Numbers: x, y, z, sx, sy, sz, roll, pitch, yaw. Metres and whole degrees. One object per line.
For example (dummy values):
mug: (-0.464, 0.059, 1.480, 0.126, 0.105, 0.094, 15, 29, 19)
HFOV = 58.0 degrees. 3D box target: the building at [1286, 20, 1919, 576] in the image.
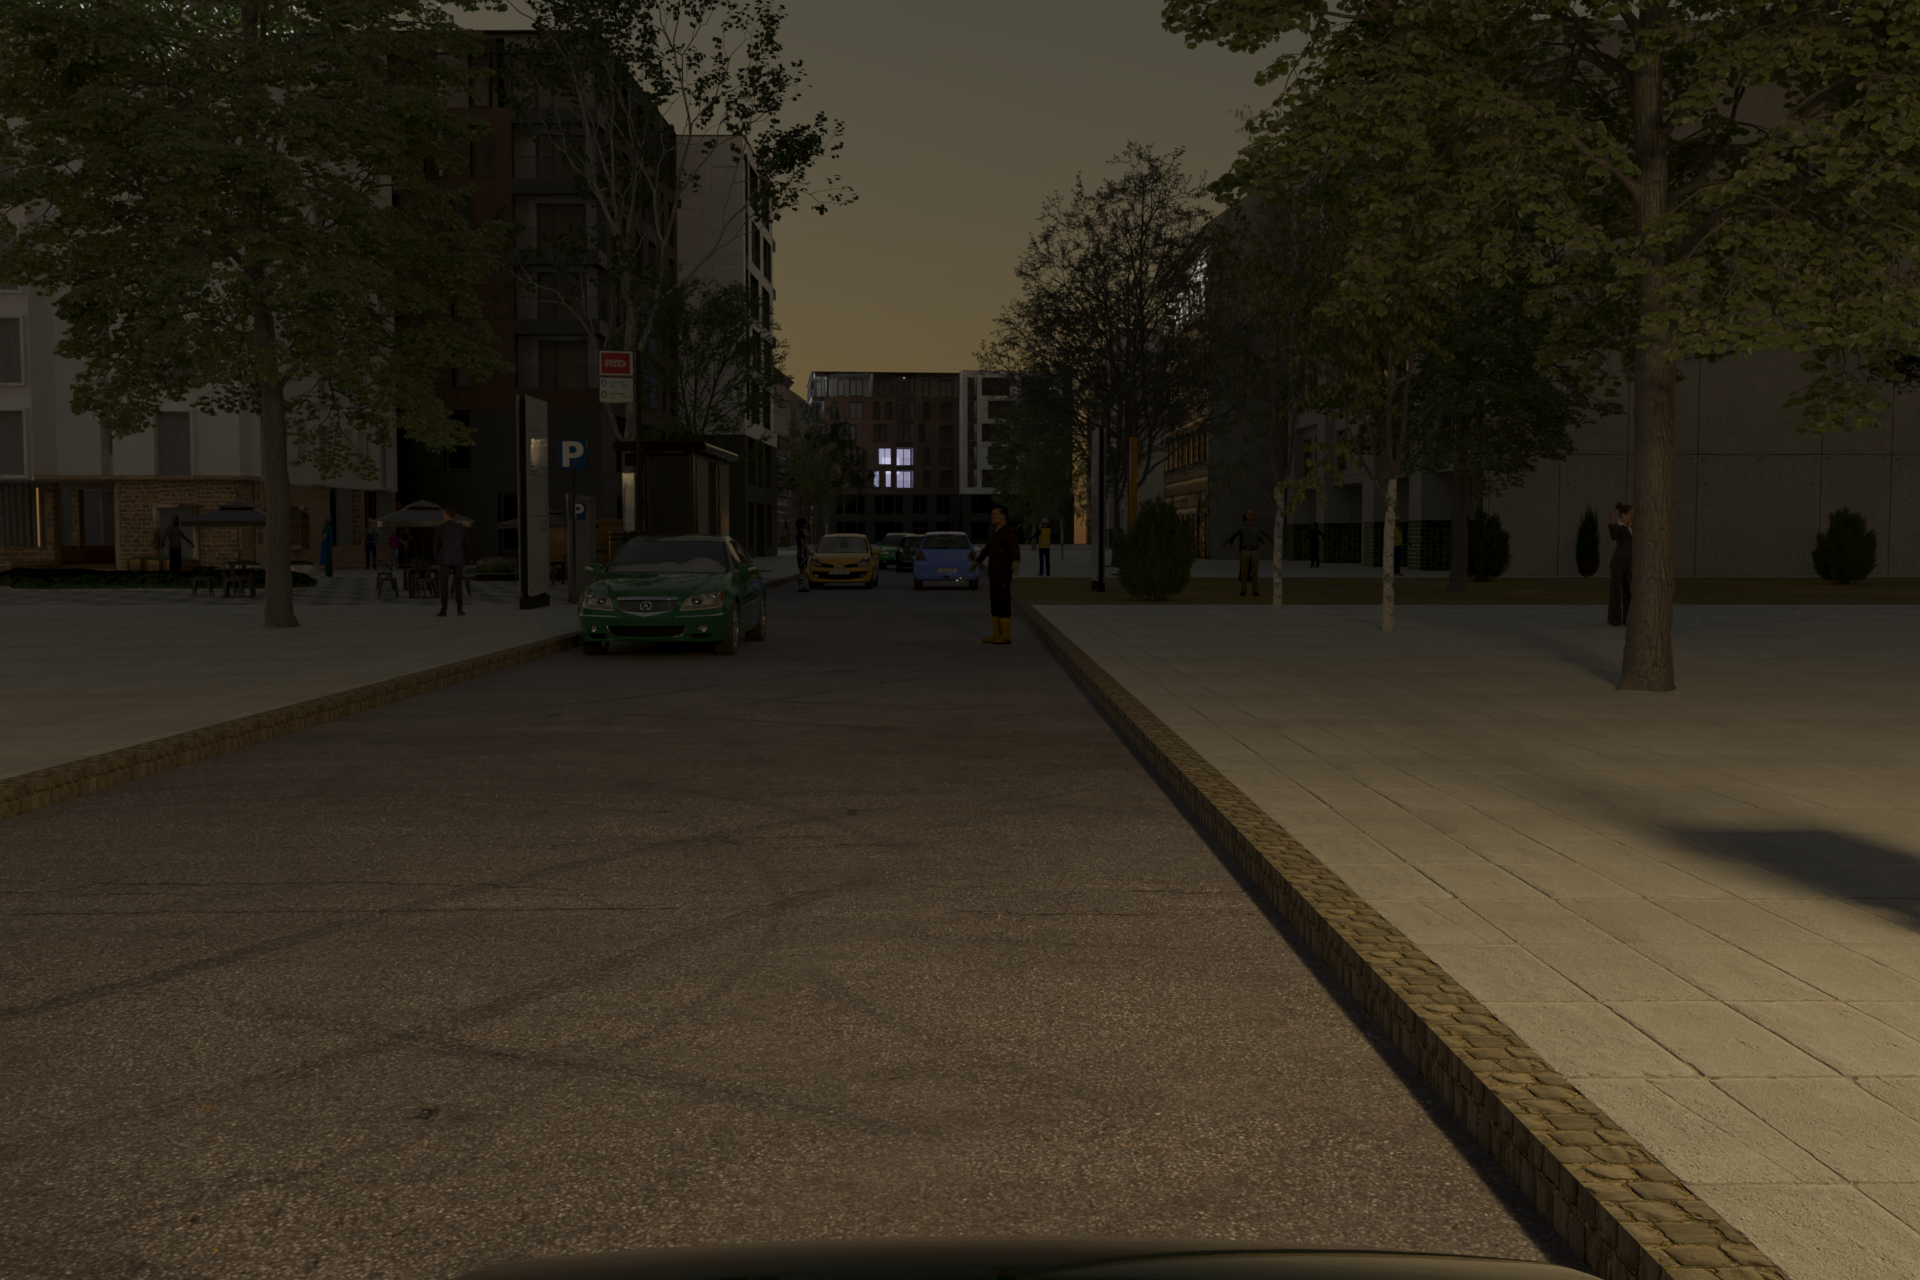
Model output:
building: (24.415, -12.352, 68.413, 16.747, 18.905, 31.486, 0, 4, 0)

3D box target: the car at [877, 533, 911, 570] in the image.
car: (-2.421, -3.813, 71.139, 1.959, 1.807, 4.718, 0, 4, -1)

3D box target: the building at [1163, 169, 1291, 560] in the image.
building: (21.568, -16.131, 94.675, 19.493, 23.208, 18.063, 0, 4, 0)

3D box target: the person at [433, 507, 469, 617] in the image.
person: (-7.951, -1.231, 27.084, 0.541, 1.710, 0.530, -1, 4, -20)

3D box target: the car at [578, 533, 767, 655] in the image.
car: (-3.544, -0.621, 21.950, 2.131, 1.459, 4.920, 0, 4, 0)

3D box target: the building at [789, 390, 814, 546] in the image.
building: (-27.301, -22.656, 201.361, 19.493, 23.208, 18.063, 0, 4, 0)

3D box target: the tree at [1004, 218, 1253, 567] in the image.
tree: (6.153, -9.571, 66.853, 12.009, 13.543, 11.850, 0, 3, 0)

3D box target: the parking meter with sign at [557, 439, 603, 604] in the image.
parking meter with sign: (-7.127, -2.231, 32.734, 0.543, 3.016, 1.738, 0, 4, -1)

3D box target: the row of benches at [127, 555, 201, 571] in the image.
row of benches: (-23.176, -2.132, 50.315, 1.422, 0.672, 4.104, -3, 5, -45)

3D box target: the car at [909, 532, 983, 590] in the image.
car: (-0.368, -2.200, 45.562, 1.945, 1.707, 3.694, 0, 4, -1)

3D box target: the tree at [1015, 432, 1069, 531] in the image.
tree: (5.531, -10.325, 119.173, 4.737, 8.622, 4.395, 0, 3, 0)

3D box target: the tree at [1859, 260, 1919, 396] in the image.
tree: (22.276, -6.172, 35.327, 7.601, 10.594, 8.767, -1, 4, -10)

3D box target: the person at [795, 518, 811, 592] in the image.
person: (-3.873, -2.093, 42.820, 0.704, 1.843, 1.345, -1, 4, -11)

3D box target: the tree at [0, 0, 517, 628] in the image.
tree: (-9.737, -6.434, 23.326, 7.486, 12.596, 7.792, 0, 3, 0)

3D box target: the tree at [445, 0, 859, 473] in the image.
tree: (-9.526, -12.076, 53.332, 12.611, 20.169, 13.585, 0, 3, 0)

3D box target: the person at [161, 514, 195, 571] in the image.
person: (-20.661, -2.417, 45.645, 0.705, 1.813, 1.348, 1, 4, 11)

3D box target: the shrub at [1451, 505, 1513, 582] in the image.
shrub: (14.118, -2.620, 46.874, 1.661, 2.075, 1.752, 0, 3, 0)

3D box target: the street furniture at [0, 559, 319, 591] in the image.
street furniture: (-20.300, -1.558, 41.097, 10.072, 0.657, 5.734, 0, 4, -7)

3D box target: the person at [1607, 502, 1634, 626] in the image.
person: (9.227, -1.053, 24.066, 0.445, 1.727, 0.742, 2, 4, 30)

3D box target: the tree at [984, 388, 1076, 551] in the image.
tree: (5.337, -12.953, 129.912, 7.486, 12.596, 7.792, 0, 3, 0)

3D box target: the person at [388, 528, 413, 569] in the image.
person: (-20.663, -3.570, 64.139, 1.354, 1.858, 0.705, 2, 4, 34)

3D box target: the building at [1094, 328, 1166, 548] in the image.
building: (21.776, -17.784, 157.231, 16.747, 18.905, 31.486, 0, 4, 0)

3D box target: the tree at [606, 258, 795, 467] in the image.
tree: (-9.933, -8.587, 66.160, 9.928, 11.665, 9.643, 0, 3, 0)

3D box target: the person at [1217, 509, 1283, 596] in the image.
person: (6.017, -1.814, 35.930, 1.348, 1.796, 0.705, 0, 4, 6)

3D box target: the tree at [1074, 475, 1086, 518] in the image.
tree: (17.915, -17.774, 225.023, 7.601, 10.594, 8.767, 0, 4, 5)

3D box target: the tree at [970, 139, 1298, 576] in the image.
tree: (5.377, -8.741, 53.285, 12.009, 13.543, 11.850, 0, 3, 0)

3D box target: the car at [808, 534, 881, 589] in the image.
car: (-3.102, -2.210, 46.358, 2.015, 1.641, 3.980, 0, 4, 0)

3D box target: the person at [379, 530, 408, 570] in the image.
person: (-19.994, -3.174, 61.156, 0.991, 1.433, 0.599, -1, 4, -10)

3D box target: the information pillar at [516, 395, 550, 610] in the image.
information pillar: (-7.412, -2.373, 30.106, 0.184, 3.620, 1.656, 0, 4, -1)

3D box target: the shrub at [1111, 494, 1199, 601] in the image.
shrub: (3.746, -1.786, 33.245, 1.661, 2.075, 1.752, 0, 3, 0)

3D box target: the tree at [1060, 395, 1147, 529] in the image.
tree: (6.211, -7.735, 76.825, 4.737, 8.622, 4.395, 0, 3, 0)

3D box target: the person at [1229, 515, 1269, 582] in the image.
person: (7.761, -2.503, 46.866, 0.705, 1.837, 1.347, -3, 5, -40)

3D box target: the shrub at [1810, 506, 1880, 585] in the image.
shrub: (22.581, -2.434, 44.216, 1.690, 2.028, 1.600, 0, 3, 0)

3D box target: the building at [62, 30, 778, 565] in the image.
building: (-25.018, -14.863, 86.986, 27.936, 21.610, 32.646, 0, 4, 1)

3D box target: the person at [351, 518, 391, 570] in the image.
person: (-21.114, -3.438, 62.072, 1.347, 1.847, 0.705, -1, 4, -18)

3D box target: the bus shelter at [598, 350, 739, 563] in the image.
bus shelter: (-6.808, -3.848, 40.554, 2.179, 5.291, 8.768, 0, 4, 0)

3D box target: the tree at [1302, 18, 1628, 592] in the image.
tree: (11.173, -7.352, 38.336, 7.486, 12.596, 7.792, 0, 3, 0)

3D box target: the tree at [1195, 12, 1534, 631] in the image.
tree: (5.584, -4.446, 23.049, 4.737, 8.622, 4.395, 0, 3, 0)

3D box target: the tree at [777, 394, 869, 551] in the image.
tree: (-9.796, -11.099, 115.874, 8.767, 10.594, 7.601, 1, 4, 12)

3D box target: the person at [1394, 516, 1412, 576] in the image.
person: (13.494, -2.905, 53.459, 1.349, 1.833, 0.705, -3, 5, -44)

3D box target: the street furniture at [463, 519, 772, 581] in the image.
street furniture: (-11.670, -2.742, 51.688, 11.010, 1.723, 9.812, -1, 4, -15)

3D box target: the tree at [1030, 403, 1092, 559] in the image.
tree: (5.128, -8.430, 88.192, 4.360, 8.622, 3.978, 0, 3, 0)

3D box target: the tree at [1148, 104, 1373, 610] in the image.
tree: (5.388, -4.801, 28.851, 4.360, 8.622, 3.978, 0, 3, 0)

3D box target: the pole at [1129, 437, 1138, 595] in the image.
pole: (3.657, -2.612, 36.546, 0.158, 3.312, 0.155, 0, 3, 0)

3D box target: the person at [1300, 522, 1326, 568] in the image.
person: (13.456, -3.621, 65.926, 1.216, 1.740, 0.721, -2, 4, -29)

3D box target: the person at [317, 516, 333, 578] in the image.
person: (-18.520, -2.721, 50.617, 0.704, 1.817, 1.347, 0, 4, -8)

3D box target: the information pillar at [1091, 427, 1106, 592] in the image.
information pillar: (3.112, -2.913, 38.947, 0.184, 3.620, 1.656, 0, 4, -1)

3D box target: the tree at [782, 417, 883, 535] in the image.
tree: (-10.281, -12.403, 137.200, 8.767, 10.594, 7.601, -1, 4, -10)

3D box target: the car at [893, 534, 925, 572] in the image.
car: (-1.578, -3.462, 66.390, 2.009, 1.686, 4.222, 0, 4, -1)

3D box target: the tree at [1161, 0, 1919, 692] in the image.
tree: (5.575, -5.886, 14.361, 7.486, 12.596, 7.792, 0, 3, 0)

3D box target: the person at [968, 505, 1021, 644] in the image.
person: (0.498, -0.858, 22.621, 0.704, 1.812, 1.346, -2, 4, -25)

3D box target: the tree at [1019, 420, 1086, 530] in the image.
tree: (5.257, -9.697, 108.911, 4.360, 8.622, 3.978, 0, 3, 0)

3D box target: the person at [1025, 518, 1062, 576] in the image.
person: (2.553, -2.838, 52.860, 1.216, 1.772, 0.721, -1, 4, -20)

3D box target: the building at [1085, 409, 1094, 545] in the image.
building: (24.818, -22.757, 203.009, 19.493, 23.208, 18.063, 0, 4, 0)

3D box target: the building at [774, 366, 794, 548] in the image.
building: (-26.304, -20.344, 163.554, 19.493, 23.208, 18.063, 0, 4, 1)

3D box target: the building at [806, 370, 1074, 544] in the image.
building: (-3.470, -23.335, 227.965, 32.646, 21.610, 27.936, 0, 4, -7)

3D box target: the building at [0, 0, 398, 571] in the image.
building: (-27.152, -12.162, 55.267, 16.016, 20.090, 11.380, 0, 4, -1)

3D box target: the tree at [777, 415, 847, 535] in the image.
tree: (-9.282, -9.551, 106.516, 4.737, 8.622, 4.395, 0, 3, 0)

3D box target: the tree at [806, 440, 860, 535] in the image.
tree: (-10.192, -10.936, 129.163, 4.360, 8.622, 3.978, 0, 3, 0)
